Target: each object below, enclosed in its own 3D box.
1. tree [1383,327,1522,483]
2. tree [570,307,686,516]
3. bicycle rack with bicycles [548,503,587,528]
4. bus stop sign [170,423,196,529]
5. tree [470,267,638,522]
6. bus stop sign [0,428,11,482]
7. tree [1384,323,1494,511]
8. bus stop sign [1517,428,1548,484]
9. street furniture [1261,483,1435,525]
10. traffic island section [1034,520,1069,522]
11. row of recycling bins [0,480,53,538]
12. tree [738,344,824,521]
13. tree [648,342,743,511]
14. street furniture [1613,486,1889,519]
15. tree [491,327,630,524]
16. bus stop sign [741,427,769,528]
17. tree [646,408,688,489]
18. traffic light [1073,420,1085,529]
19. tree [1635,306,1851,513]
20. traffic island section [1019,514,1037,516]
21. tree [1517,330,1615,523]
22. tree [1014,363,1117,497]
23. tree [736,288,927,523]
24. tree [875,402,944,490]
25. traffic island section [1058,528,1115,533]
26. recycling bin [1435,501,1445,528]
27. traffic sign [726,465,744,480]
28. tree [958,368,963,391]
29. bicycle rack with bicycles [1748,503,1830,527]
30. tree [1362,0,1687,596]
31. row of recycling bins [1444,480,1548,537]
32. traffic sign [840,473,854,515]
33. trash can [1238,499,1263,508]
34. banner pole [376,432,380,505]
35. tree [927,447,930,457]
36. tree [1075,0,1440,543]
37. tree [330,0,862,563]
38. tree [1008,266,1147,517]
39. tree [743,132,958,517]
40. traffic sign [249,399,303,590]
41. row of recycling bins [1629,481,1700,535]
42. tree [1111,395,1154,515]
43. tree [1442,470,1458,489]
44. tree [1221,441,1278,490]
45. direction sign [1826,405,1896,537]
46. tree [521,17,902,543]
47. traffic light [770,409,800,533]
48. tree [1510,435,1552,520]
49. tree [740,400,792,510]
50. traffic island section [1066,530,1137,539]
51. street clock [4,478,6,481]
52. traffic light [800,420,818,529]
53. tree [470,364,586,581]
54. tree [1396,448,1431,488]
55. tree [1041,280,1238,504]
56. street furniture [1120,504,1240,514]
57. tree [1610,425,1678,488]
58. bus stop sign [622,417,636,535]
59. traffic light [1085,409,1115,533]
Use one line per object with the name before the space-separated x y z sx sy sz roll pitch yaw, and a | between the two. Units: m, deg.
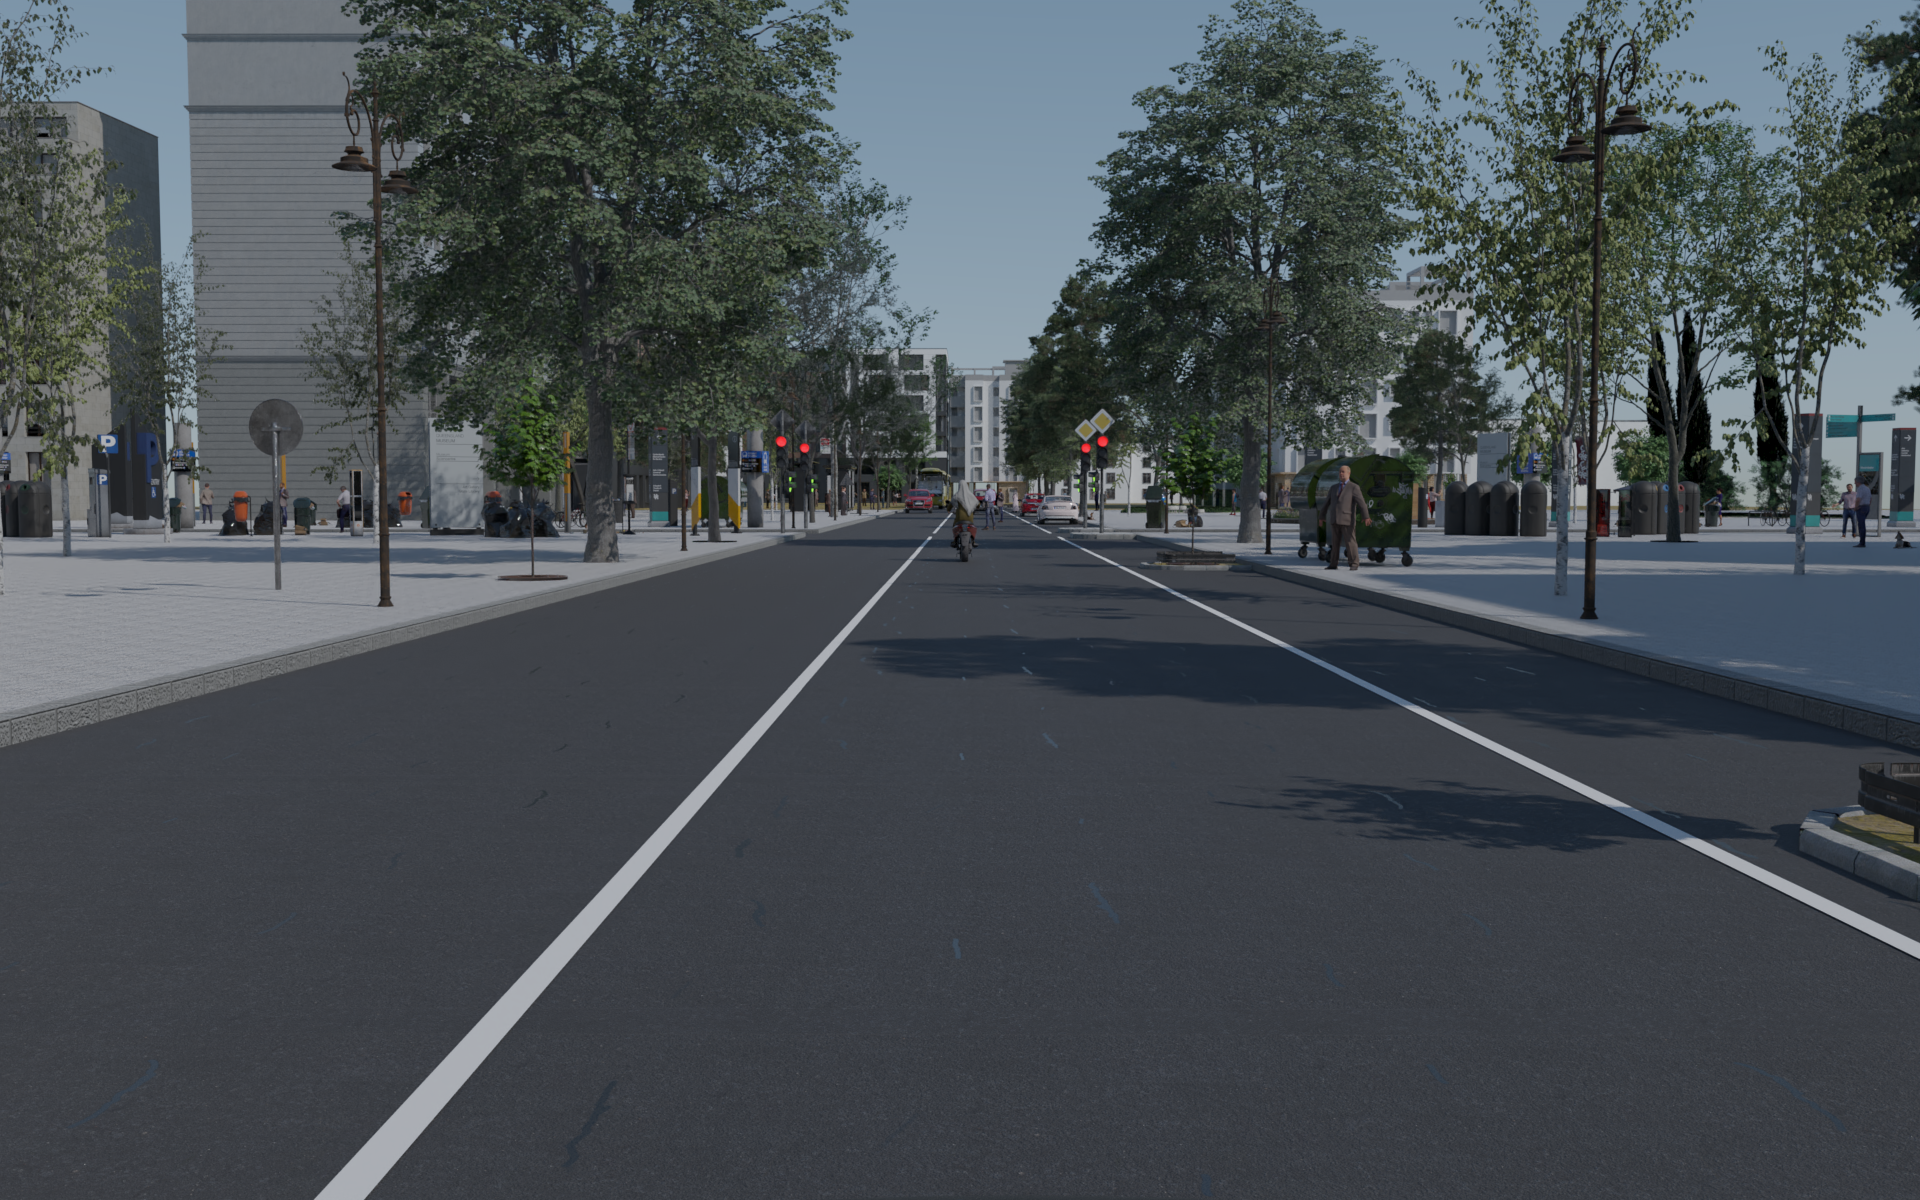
tree | 27.991 -9.904 96.340 8.767 10.594 7.601 -3 4 -36
tree | -19.566 -11.826 100.775 7.806 13.903 7.818 0 3 0
bicycle rack with bicycles | -15.025 -3.267 66.798 2.852 0.926 2.925 3 5 43
bus stop sign | -28.714 -4.588 64.026 0.837 3.901 0.837 -2 4 -26
tree | -18.779 -9.449 80.252 9.928 11.665 9.643 0 3 0
bus stop sign | -38.369 -4.882 68.843 0.837 3.901 0.837 1 4 9
tree | 35.252 -13.428 126.978 7.806 13.903 7.818 0 3 0
bus stop sign | 22.914 -4.916 69.385 0.837 3.901 0.837 -2 4 -30
street furniture | 16.858 -4.218 75.820 11.010 1.723 9.812 -2 4 -27
traffic island section | 4.802 -4.052 89.117 1.991 0.108 1.994 0 4 0
row of recycling bins | -28.366 -2.739 51.900 3.534 1.692 1.069 2 4 35
tree | -8.817 -8.129 83.278 4.360 8.622 3.978 0 3 0
tree | -18.199 -12.054 119.134 6.751 12.117 7.091 0 3 0
street furniture | 46.215 -6.017 103.400 14.083 1.986 27.439 1 4 17
tree | -17.009 -7.514 73.219 4.737 8.622 4.395 0 3 0
bus stop sign | -7.831 -4.720 66.183 0.837 3.901 0.837 1 4 12
tree | -19.398 -9.909 112.367 4.360 8.622 3.978 0 3 0
traffic light | 4.640 -4.593 64.340 0.839 4.213 0.868 0 4 0
tree | 55.918 -13.819 127.755 13.155 14.587 18.604 -1 4 -12
traffic island section | 4.939 -5.700 116.060 1.991 0.108 1.994 0 4 0
tree | 26.788 -7.674 75.836 4.360 8.622 3.978 0 3 0
tree | 8.322 -12.890 128.882 7.486 12.596 7.792 0 3 0
tree | -6.502 -8.728 77.113 8.767 10.594 7.601 0 4 8
tree | -5.855 -16.511 195.705 9.928 11.665 9.643 0 3 0
traffic island section | 4.680 -2.579 64.452 2.009 0.180 2.903 0 4 0
recycling bin | 18.741 -3.308 66.644 0.722 1.027 0.722 2 4 34
traffic sign | -9.146 -4.300 70.412 0.768 2.556 0.104 0 4 6
tree | -6.753 -21.917 214.229 12.611 20.169 13.585 0 3 0
bicycle rack with bicycles | 32.796 -3.404 69.031 2.852 0.926 2.925 0 4 -3
tree | 7.385 -4.367 21.761 4.737 8.622 4.395 0 3 0
row of recycling bins | 16.439 -2.824 53.284 1.069 1.692 3.534 -3 4 -39
traffic sign | -6.781 -6.353 103.877 0.884 2.594 0.081 0 4 5
trash can | 8.715 -2.467 51.984 0.748 1.137 0.748 0 3 0
banner pole | -23.482 -4.906 70.236 0.401 3.779 0.863 0 4 1
tree | -6.693 -12.463 138.178 7.601 10.594 8.767 3 5 42
tree | 7.686 -8.472 45.174 9.857 13.997 8.962 0 3 0
tree | -6.647 -7.680 32.227 9.857 13.997 8.962 0 3 0
tree | 7.178 -11.593 96.963 7.806 13.903 7.818 0 3 0
tree | -7.560 -14.529 93.431 12.611 20.169 13.585 0 3 0
traffic sign | -9.139 -1.409 23.140 0.768 2.556 0.104 0 4 7
row of recycling bins | 22.499 -2.955 55.419 3.534 1.692 1.069 -3 5 -40
tree | 10.108 -9.499 105.676 4.737 8.622 4.395 0 3 0
tree | 38.689 -8.647 135.981 1.663 3.219 1.824 0 3 0
tree | 16.676 -7.130 100.292 4.285 4.588 4.351 0 3 0
direction sign | 26.543 -3.868 51.998 1.411 3.948 2.525 -1 4 -19
tree | -6.658 -8.266 45.526 12.009 13.543 11.850 0 3 0
traffic light | -5.763 -4.107 56.392 0.839 4.213 0.868 0 4 0
tree | 29.070 -6.348 87.508 4.285 4.588 4.351 0 3 0
tree | -14.639 -11.320 135.451 4.737 8.622 4.395 0 3 0
traffic island section | 4.638 -2.091 56.467 2.009 0.180 2.903 0 4 0
street clock | -38.827 -4.005 70.050 0.358 2.002 0.471 2 4 32
traffic light | -5.721 -4.595 64.377 0.839 4.213 0.868 0 4 0
tree | -6.329 -1.921 26.011 1.663 3.219 1.824 0 3 0
tree | 30.537 -8.223 118.156 4.285 4.588 4.351 0 3 0
tree | 7.977 -8.336 70.703 8.767 10.594 7.601 0 4 -4
street furniture | 15.387 -6.227 117.432 10.072 0.657 5.734 -3 5 -41
tree | 32.440 -6.022 82.172 4.285 4.588 4.351 0 3 0
bus stop sign | -10.362 -4.023 54.482 0.416 3.939 0.855 -2 4 -27
traffic light | 4.598 -4.105 56.355 0.839 4.213 0.868 0 4 0
